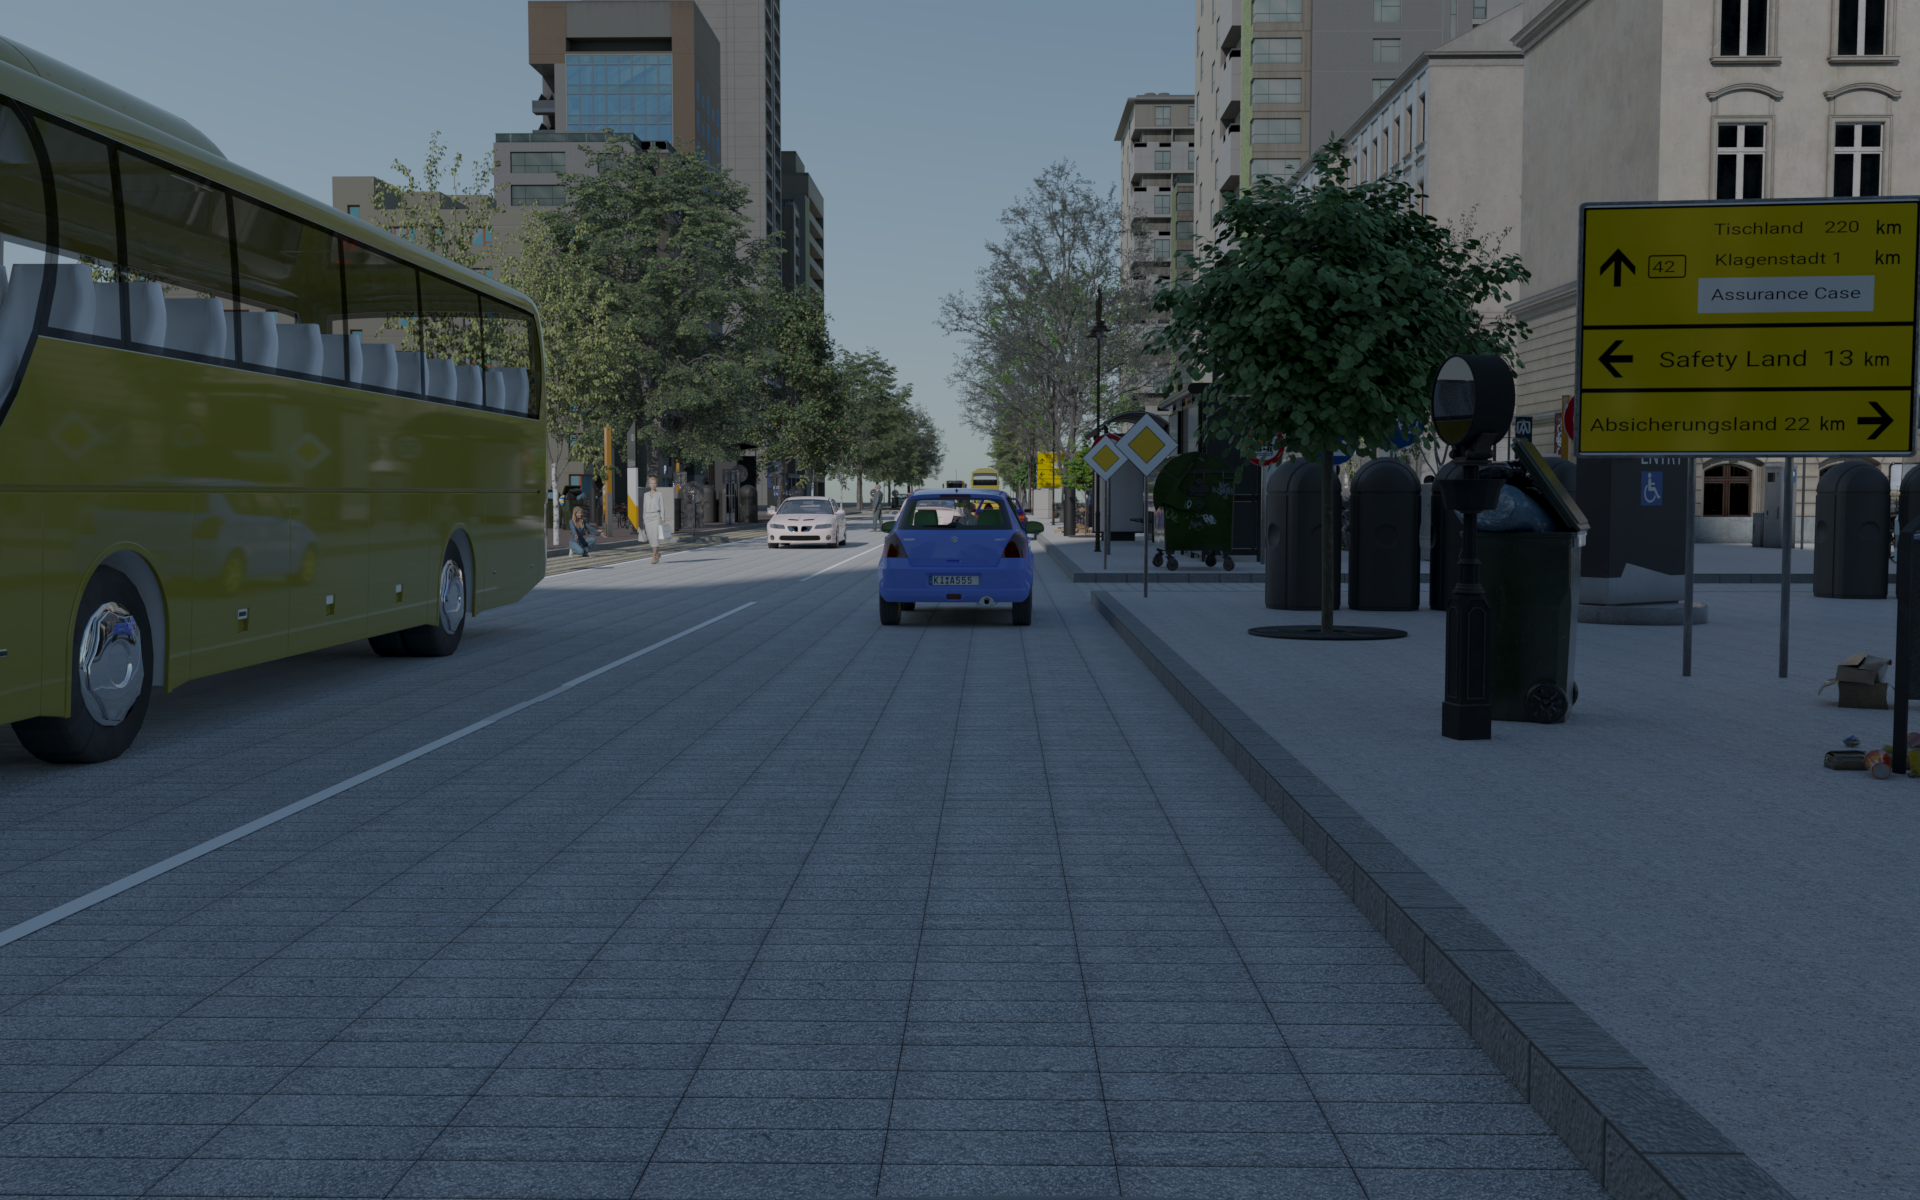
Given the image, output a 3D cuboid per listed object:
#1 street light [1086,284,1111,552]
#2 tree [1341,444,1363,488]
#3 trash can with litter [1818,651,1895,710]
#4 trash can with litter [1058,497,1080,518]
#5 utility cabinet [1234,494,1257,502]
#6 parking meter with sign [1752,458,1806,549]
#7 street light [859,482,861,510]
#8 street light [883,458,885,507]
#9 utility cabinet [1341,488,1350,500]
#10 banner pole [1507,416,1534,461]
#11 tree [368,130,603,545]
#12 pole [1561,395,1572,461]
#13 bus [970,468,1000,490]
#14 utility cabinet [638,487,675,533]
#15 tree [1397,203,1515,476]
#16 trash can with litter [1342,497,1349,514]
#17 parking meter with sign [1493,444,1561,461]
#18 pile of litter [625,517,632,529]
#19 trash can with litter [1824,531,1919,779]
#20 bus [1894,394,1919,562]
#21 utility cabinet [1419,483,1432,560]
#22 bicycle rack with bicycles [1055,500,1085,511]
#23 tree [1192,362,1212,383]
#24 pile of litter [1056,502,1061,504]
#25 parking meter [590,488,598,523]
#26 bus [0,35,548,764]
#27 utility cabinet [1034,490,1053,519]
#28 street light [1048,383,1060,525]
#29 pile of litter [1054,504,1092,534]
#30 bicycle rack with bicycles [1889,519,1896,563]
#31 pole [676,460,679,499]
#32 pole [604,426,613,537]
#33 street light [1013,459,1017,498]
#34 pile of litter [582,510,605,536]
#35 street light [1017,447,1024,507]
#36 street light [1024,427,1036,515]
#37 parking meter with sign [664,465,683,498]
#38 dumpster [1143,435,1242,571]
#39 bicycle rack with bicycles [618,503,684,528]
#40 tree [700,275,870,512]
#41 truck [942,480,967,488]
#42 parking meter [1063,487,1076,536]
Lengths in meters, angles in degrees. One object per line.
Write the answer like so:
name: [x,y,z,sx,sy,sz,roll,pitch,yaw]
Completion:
street light: [3.059,-4.008,38.318,0.468,5.910,1.993,0,4,1]
tree: [14.174,-6.849,62.344,4.737,8.622,4.395,0,3,0]
trash can with litter: [5.688,0.069,10.261,1.055,1.170,0.624,2,4,26]
trash can with litter: [5.591,-4.736,88.816,1.055,1.170,0.624,-3,4,-37]
utility cabinet: [7.814,-2.423,48.294,1.173,1.500,0.318,2,4,28]
parking meter with sign: [19.434,-2.735,40.977,0.543,3.016,1.738,-1,4,-9]
street light: [-8.053,-10.194,139.464,0.468,5.910,1.993,0,4,1]
street light: [-7.544,-12.181,171.954,0.468,5.910,1.993,0,4,1]
utility cabinet: [13.051,-3.073,58.914,1.173,1.500,0.318,-1,4,-9]
banner pole: [15.822,-3.620,49.202,0.863,3.779,0.401,1,4,15]
tree: [-10.598,-5.252,36.227,4.737,8.622,4.395,0,3,0]
pole: [12.487,-2.562,35.739,0.158,3.312,0.155,0,3,0]
bus: [2.367,-10.553,164.087,2.896,3.916,12.252,0,4,1]
utility cabinet: [-9.825,-2.891,55.946,1.173,1.500,0.318,0,4,-4]
tree: [12.297,-5.761,44.562,4.360,8.622,3.978,0,3,0]
trash can with litter: [10.679,-2.330,49.159,1.678,1.210,2.233,-2,4,-30]
parking meter with sign: [10.824,-2.207,32.345,1.738,3.016,0.543,0,4,7]
pile of litter: [-11.684,-3.058,63.967,1.176,0.858,1.719,3,4,36]
trash can with litter: [4.940,0.183,8.060,2.233,1.210,1.678,-1,4,-23]
bus: [20.296,-1.881,25.617,13.247,3.499,2.948,0,4,3]
utility cabinet: [9.087,-1.501,33.227,0.318,1.500,1.173,0,4,-5]
bicycle rack with bicycles: [6.795,-5.523,103.687,2.925,0.926,2.852,1,4,15]
tree: [12.097,-7.627,75.064,4.737,8.622,4.395,0,3,0]
pile of litter: [5.346,-4.845,93.173,1.719,0.858,1.176,1,4,19]
parking meter: [-16.151,-4.160,76.430,0.372,1.533,0.369,0,3,0]
bus: [-5.697,-1.278,12.444,2.896,3.916,12.252,0,4,0]
utility cabinet: [4.319,-4.969,89.928,0.318,1.500,1.173,-3,4,-37]
street light: [3.829,-5.995,70.802,0.468,5.910,1.993,0,4,1]
pile of litter: [3.808,-2.626,56.900,1.176,0.858,1.719,-2,4,-27]
bicycle rack with bicycles: [18.293,-1.208,33.134,2.852,0.926,2.925,0,4,-2]
pole: [-16.774,-6.675,102.972,0.158,3.312,0.155,0,3,0]
pole: [-10.495,-3.538,51.682,0.158,3.312,0.155,0,3,0]
street light: [6.012,-12.716,180.697,0.468,5.910,1.993,0,4,1]
pile of litter: [-11.560,-2.464,54.253,1.176,0.858,1.719,0,4,-2]
street light: [5.360,-10.717,148.005,0.468,5.910,1.993,0,4,1]
street light: [4.705,-8.730,115.518,0.468,5.910,1.993,0,4,1]
parking meter with sign: [-16.931,-6.620,104.505,1.738,3.016,0.543,-2,4,-25]
dumpster: [3.963,-1.657,29.589,1.502,2.255,1.985,0,4,1]
bicycle rack with bicycles: [-12.032,-3.238,66.331,2.852,0.926,2.925,2,4,29]
tree: [-9.252,-10.629,90.791,9.611,12.733,9.660,0,3,0]
truck: [-0.627,-15.376,247.327,3.469,3.379,9.791,0,4,2]
parking meter: [3.333,-2.704,52.625,0.372,1.533,0.369,0,3,0]
